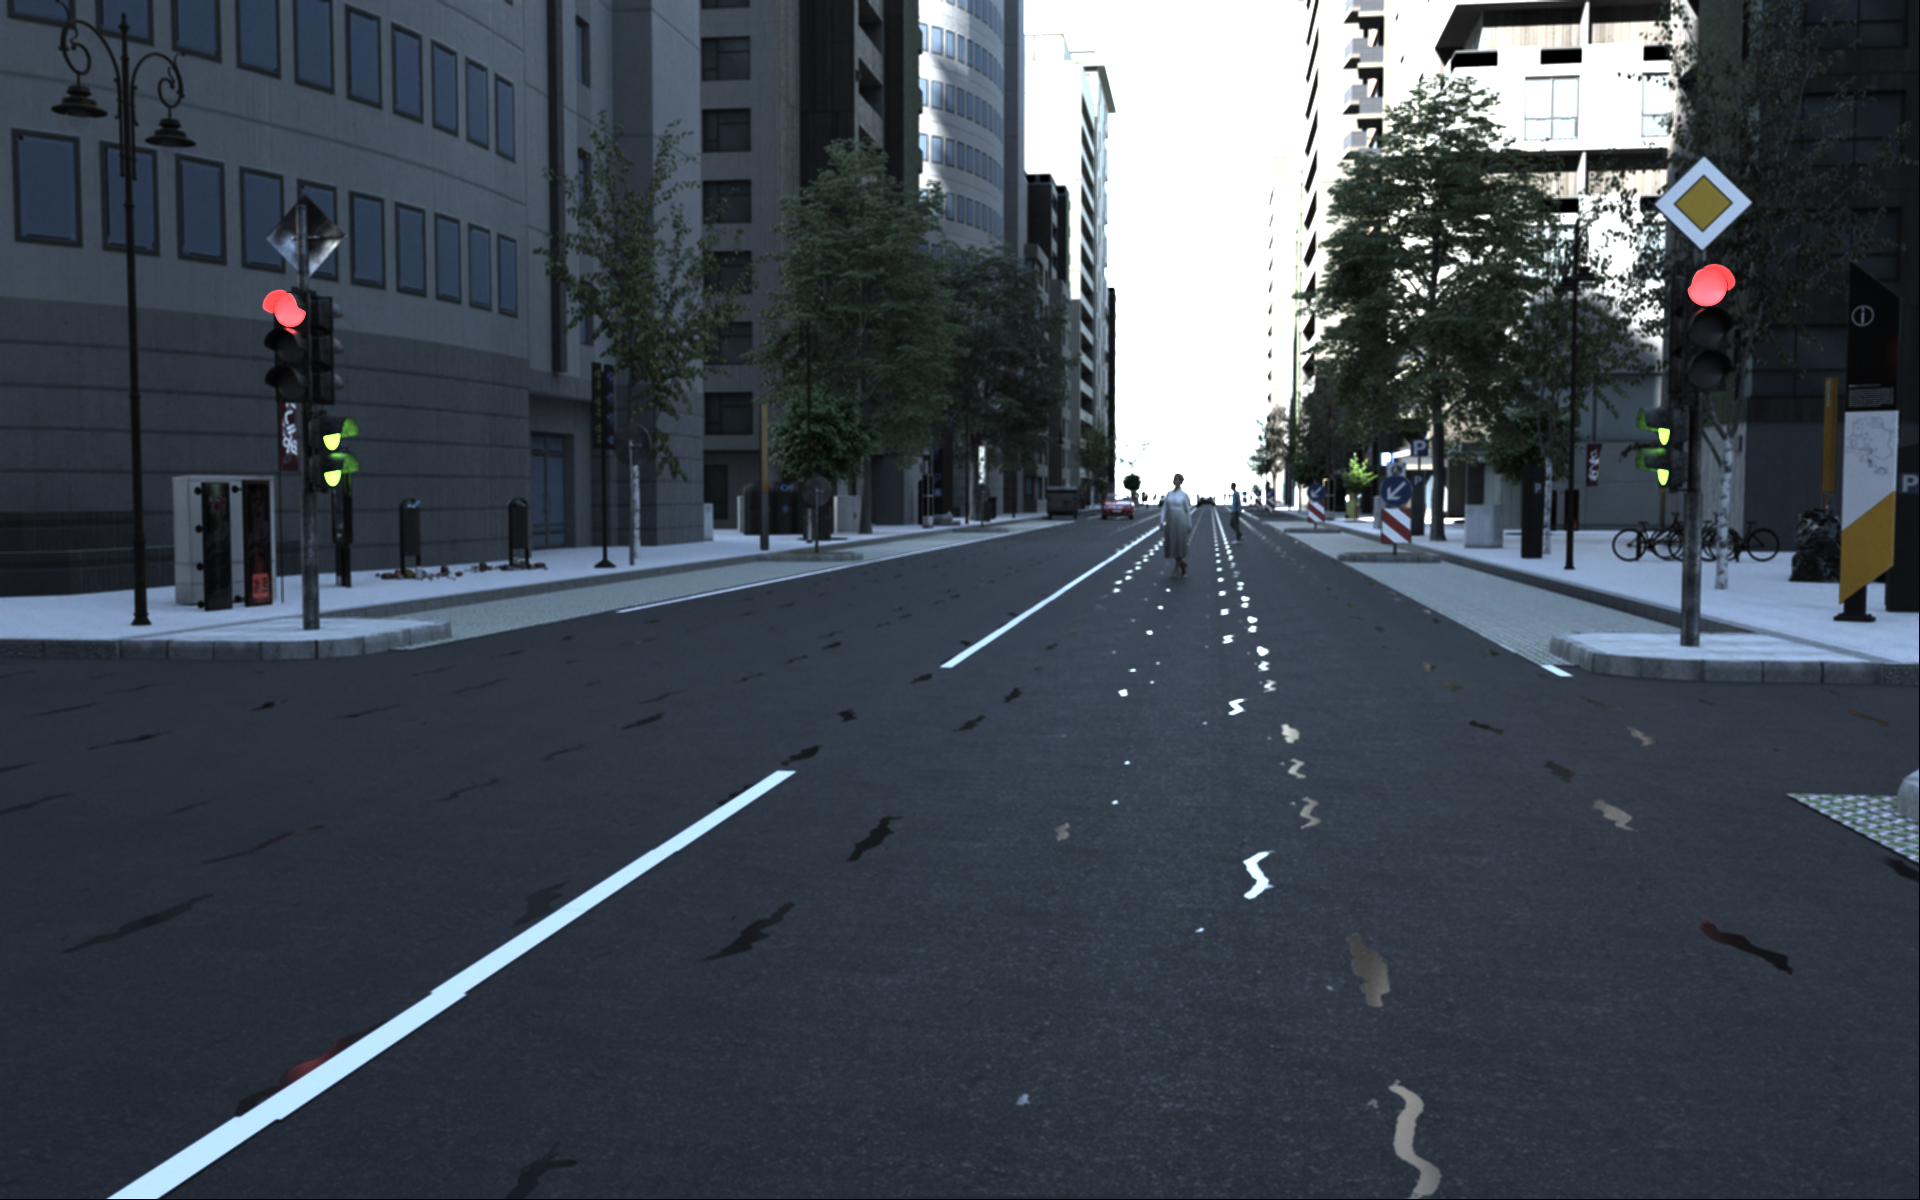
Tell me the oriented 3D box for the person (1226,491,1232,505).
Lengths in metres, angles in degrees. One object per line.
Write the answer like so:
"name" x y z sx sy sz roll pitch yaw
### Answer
"person" 36.889 -13.985 237.245 0.705 1.812 1.348 -2 4 -34

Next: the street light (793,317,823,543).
"street light" -3.957 -4.439 45.365 0.468 5.910 1.993 1 4 8

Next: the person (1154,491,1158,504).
"person" 28.133 -14.680 248.390 0.709 1.838 0.599 2 4 28

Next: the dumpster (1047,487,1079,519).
"dumpster" 5.852 -5.538 98.767 1.865 1.857 1.264 0 4 8

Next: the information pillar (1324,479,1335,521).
"information pillar" 17.937 -4.851 83.807 0.304 2.012 0.304 0 4 -1

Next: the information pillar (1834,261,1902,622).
"information pillar" 9.097 -1.589 17.331 0.504 3.616 0.183 3 5 43

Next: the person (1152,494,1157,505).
"person" 25.631 -13.221 227.901 0.697 1.427 0.421 1 4 16

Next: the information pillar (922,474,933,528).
"information pillar" -1.208 -3.702 65.022 0.304 2.012 0.304 3 5 39

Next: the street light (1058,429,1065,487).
"street light" 7.053 -9.081 121.263 0.468 5.910 1.993 1 4 8

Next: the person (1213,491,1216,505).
"person" 32.934 -13.174 223.862 0.705 1.831 1.348 0 4 0

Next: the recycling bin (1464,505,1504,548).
"recycling bin" 12.509 -1.761 41.346 0.722 1.027 0.722 3 4 36

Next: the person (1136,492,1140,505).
"person" 22.554 -12.832 218.976 0.621 1.740 0.551 -1 4 -23

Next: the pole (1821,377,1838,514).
"pole" 15.233 -2.234 30.362 0.158 3.312 0.155 0 3 0

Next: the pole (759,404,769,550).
"pole" -4.470 -2.793 39.515 0.158 3.312 0.155 0 3 0

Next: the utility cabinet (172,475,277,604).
"utility cabinet" -8.669 -0.719 20.429 0.318 1.500 1.173 2 4 29

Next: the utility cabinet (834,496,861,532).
"utility cabinet" -3.765 -2.885 58.330 1.020 1.237 0.306 -3 4 -38

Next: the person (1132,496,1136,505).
"person" 20.474 -11.905 203.818 0.551 1.740 0.621 -3 4 -38

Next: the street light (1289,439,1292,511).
"street light" 25.729 -9.925 135.068 0.468 5.910 1.993 1 4 8

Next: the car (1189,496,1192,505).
"car" 29.116 -13.039 224.993 2.131 1.459 4.920 0 4 8

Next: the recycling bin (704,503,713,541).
"recycling bin" -7.249 -2.139 47.522 0.722 1.027 0.722 -3 4 -38

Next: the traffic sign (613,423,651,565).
"traffic sign" -5.915 -1.898 31.142 0.768 2.556 0.104 1 4 17

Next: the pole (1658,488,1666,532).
"pole" 23.915 -3.982 58.944 0.158 3.312 0.155 0 3 0

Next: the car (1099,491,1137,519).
"car" 9.072 -5.534 99.524 2.155 1.783 4.494 0 4 6

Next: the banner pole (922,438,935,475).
"banner pole" -1.361 -5.305 76.753 0.863 3.779 0.401 -3 5 -42

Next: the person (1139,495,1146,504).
"person" 23.961 -13.323 226.428 1.348 1.812 0.705 2 4 35

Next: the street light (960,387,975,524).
"street light" 0.295 -6.218 74.446 0.468 5.910 1.993 1 4 8

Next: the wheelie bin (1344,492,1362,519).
"wheelie bin" 20.105 -4.931 88.526 0.693 1.594 0.980 3 5 40

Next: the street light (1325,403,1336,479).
"street light" 18.727 -7.030 87.727 0.468 5.910 1.993 1 4 8

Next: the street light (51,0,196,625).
"street light" -8.032 -2.693 16.812 0.468 5.910 1.993 1 4 8

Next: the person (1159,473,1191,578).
"person" 3.738 -1.282 29.690 0.478 1.798 0.641 3 5 42

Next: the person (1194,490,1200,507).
"person" 25.884 -11.037 188.939 0.705 1.826 1.348 2 4 35

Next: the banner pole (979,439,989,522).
"banner pole" 1.097 -5.430 78.795 0.401 3.779 0.863 -3 4 -37

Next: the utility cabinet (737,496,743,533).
"utility cabinet" -6.907 -2.858 57.894 1.020 1.237 0.306 -2 4 -25

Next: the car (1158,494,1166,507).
"car" 23.501 -11.449 196.983 2.009 1.686 4.222 1 4 10

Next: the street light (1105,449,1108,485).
"street light" 14.758 -12.371 175.059 0.468 5.910 1.993 1 4 8

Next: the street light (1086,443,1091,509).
"street light" 11.093 -10.853 150.236 0.468 5.910 1.993 1 4 8

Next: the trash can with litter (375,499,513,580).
"trash can with litter" -8.226 -0.964 26.814 1.678 1.210 2.233 1 4 10

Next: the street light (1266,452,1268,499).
"street light" 33.043 -13.063 186.371 0.468 5.910 1.993 1 4 8

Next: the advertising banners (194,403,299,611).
"advertising banners" -8.065 -1.443 19.784 0.090 3.025 2.074 1 4 11

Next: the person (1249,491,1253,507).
"person" 32.023 -11.133 190.528 0.705 1.824 1.348 0 4 -1

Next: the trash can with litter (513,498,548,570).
"trash can with litter" -7.809 -1.124 29.434 1.678 1.210 2.233 1 4 18

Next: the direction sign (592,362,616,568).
"direction sign" -6.208 -2.336 30.192 0.379 3.537 0.876 1 4 11

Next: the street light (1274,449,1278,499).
"street light" 29.815 -11.698 164.052 0.468 5.910 1.993 1 4 8

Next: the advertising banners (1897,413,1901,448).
"advertising banners" 20.120 -2.493 36.941 0.090 3.025 2.074 1 4 18

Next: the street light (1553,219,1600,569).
"street light" 10.402 -3.462 29.386 0.468 5.910 1.993 1 4 8

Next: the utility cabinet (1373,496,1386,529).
"utility cabinet" 15.360 -3.195 63.408 0.306 1.237 1.020 0 4 4

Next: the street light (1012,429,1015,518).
"street light" 2.877 -7.327 92.590 0.468 5.910 1.993 1 4 8

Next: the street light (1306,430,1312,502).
"street light" 21.410 -8.142 105.911 0.468 5.910 1.993 1 4 8

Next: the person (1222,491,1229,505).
"person" 34.056 -13.114 222.924 1.348 1.822 0.705 3 4 37

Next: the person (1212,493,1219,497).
"person" 36.219 -14.474 245.824 1.217 1.739 0.721 1 4 20

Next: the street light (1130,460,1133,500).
"street light" 23.100 -15.926 233.169 0.468 5.910 1.993 1 4 8

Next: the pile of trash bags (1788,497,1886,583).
"pile of trash bags" 13.747 -1.011 26.282 1.912 1.369 3.447 2 4 33

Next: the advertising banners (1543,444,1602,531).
"advertising banners" 21.236 -3.913 60.170 2.074 3.025 0.090 0 4 1

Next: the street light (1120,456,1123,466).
"street light" 18.960 -14.140 203.982 0.468 5.910 1.993 1 4 8

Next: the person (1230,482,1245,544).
"person" 7.997 -2.517 49.992 0.444 1.785 0.601 1 4 9

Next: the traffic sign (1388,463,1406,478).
"traffic sign" 14.189 -3.316 56.349 0.606 2.300 0.079 1 4 9

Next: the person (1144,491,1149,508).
"person" 19.153 -10.315 177.979 0.721 1.723 1.217 2 4 23

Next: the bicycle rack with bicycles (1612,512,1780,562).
"bicycle rack with bicycles" 14.258 -1.232 33.533 2.925 0.926 2.852 2 4 24

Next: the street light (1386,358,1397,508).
"street light" 14.538 -5.237 58.415 0.468 5.910 1.993 1 4 8

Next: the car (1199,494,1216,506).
"car" 29.772 -12.067 209.098 2.131 1.459 4.920 1 4 10
